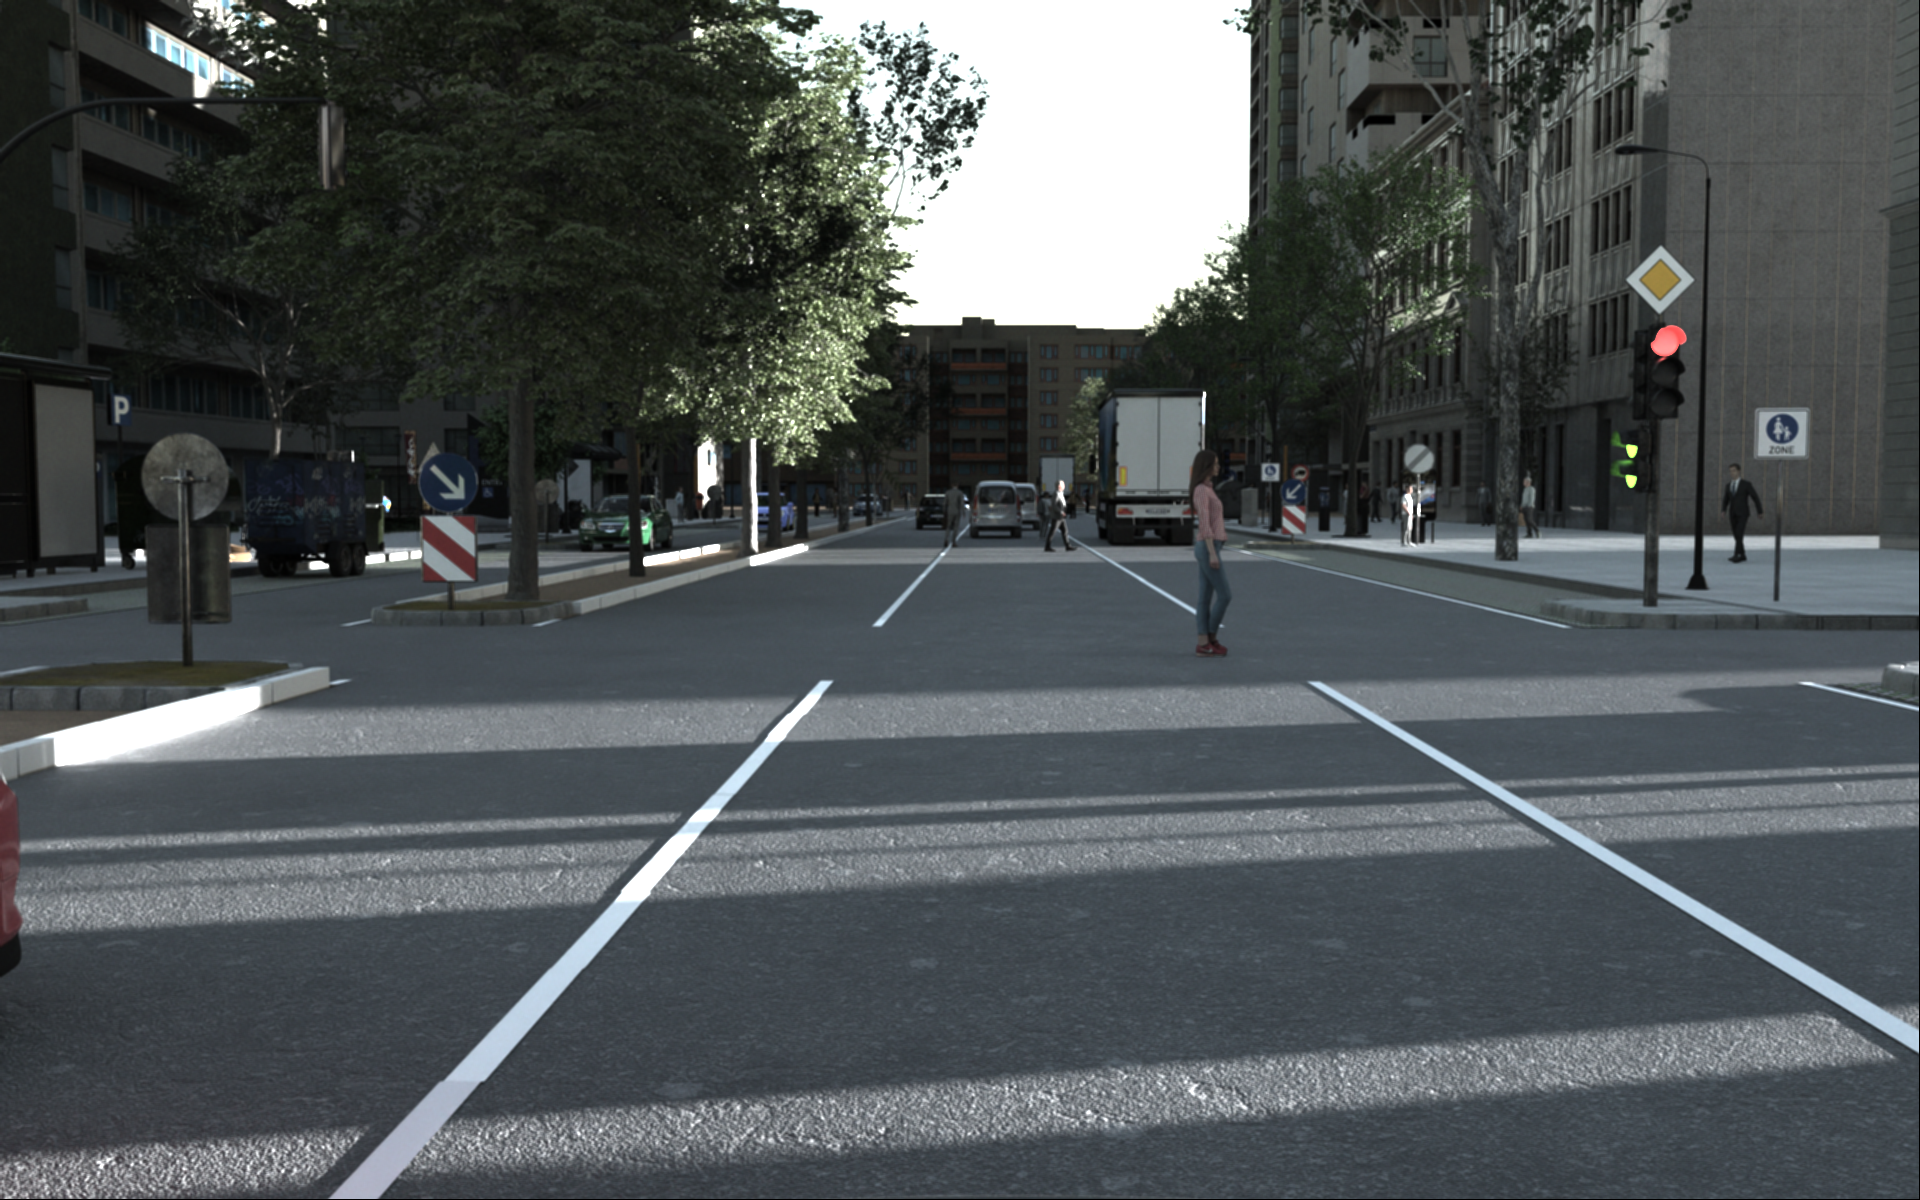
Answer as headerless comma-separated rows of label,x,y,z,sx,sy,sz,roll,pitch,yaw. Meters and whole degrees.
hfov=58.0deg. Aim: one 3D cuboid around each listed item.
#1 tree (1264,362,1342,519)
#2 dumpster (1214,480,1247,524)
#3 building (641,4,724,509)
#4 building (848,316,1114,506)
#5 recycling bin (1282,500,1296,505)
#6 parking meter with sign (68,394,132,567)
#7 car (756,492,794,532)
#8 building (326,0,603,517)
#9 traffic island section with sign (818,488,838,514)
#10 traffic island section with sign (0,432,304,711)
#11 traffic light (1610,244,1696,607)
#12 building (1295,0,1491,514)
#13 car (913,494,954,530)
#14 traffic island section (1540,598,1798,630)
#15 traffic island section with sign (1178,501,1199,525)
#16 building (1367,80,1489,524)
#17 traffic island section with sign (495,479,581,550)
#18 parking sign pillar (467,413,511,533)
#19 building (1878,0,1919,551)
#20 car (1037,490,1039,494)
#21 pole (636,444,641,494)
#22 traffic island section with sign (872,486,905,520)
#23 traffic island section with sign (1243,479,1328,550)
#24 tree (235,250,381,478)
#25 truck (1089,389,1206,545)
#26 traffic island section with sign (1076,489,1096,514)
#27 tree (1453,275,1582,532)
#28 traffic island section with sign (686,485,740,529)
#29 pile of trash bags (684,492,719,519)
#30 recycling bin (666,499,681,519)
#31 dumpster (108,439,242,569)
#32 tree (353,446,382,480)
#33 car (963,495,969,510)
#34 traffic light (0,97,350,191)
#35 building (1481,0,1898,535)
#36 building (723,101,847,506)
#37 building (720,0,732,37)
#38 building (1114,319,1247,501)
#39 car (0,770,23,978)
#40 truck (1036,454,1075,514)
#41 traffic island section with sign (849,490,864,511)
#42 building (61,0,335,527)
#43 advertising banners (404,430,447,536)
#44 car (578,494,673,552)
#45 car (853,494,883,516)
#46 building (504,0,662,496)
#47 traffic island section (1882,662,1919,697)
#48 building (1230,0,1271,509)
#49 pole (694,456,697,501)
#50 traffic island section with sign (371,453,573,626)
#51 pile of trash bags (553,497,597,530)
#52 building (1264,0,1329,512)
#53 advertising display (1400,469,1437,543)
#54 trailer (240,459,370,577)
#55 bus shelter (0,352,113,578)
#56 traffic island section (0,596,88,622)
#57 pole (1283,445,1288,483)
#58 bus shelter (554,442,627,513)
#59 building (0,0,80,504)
tree,17.985,-8.542,90.018,4.360,8.622,3.978,0,3,0
dumpster,11.462,-4.123,73.166,1.264,1.857,1.865,0,4,1
building,-32.785,-32.171,149.693,21.600,48.544,21.300,0,4,1
building,2.274,-21.863,202.493,28.899,21.520,27.650,0,4,1
recycling bin,12.936,-3.456,69.059,0.722,1.027,0.722,2,4,32
parking meter with sign,-15.512,-2.094,30.495,1.738,3.016,0.543,1,4,10
car,-7.317,-3.477,66.434,1.945,1.707,3.694,0,4,-1
building,-30.005,-20.273,103.158,14.160,30.474,14.107,0,4,1
traffic island section with sign,-9.104,-6.930,121.927,1.989,1.847,2.006,0,4,1
traffic island section with sign,-5.787,-0.256,12.320,2.006,1.907,1.989,0,4,1
traffic light,7.862,-1.880,19.660,0.839,4.253,0.868,0,4,1
building,36.976,-31.803,109.217,28.713,52.752,27.495,0,4,1
car,-0.924,-3.741,70.947,2.009,1.686,4.222,0,4,0
traffic island section,7.902,0.153,19.773,2.009,0.180,2.903,0,4,1
traffic island section with sign,9.054,-3.906,72.489,1.989,1.847,2.006,0,4,1
building,27.106,-15.158,83.985,11.583,22.565,21.152,0,4,1
traffic island section with sign,-10.771,-2.212,44.790,1.989,1.847,2.006,0,4,1
parking sign pillar,-15.680,-4.224,57.534,1.447,3.967,1.447,-1,4,-9
building,36.322,-15.699,34.176,29.804,29.767,11.434,0,4,1
car,7.313,-8.768,152.033,2.281,1.827,5.304,0,4,1
pole,-13.071,-4.674,70.269,0.158,3.312,0.155,0,3,0
traffic island section with sign,-4.001,-5.303,94.846,2.006,1.907,1.989,0,4,1
traffic island section with sign,8.464,-2.237,45.201,1.989,1.847,2.006,0,4,1
tree,-18.045,-6.014,48.698,4.360,8.622,3.978,0,3,0
truck,5.485,-3.850,51.863,2.839,4.237,11.283,0,4,2
traffic island section with sign,10.697,-8.561,148.603,1.989,1.847,2.006,0,4,1
tree,18.753,-6.559,57.610,4.360,8.622,3.978,0,3,0
traffic island section with sign,-10.195,-3.860,71.739,1.989,1.847,2.006,0,4,1
pile of trash bags,-13.414,-4.889,89.693,1.912,1.369,3.447,0,4,-7
recycling bin,-15.037,-4.806,91.129,0.722,1.027,0.722,0,4,5
dumpster,-13.675,-1.694,30.195,1.502,2.255,1.985,0,4,1
tree,-23.935,-4.580,69.481,1.663,3.219,1.824,0,3,0
car,-0.104,-9.051,159.988,2.014,1.417,4.499,0,4,2
traffic light,-9.502,-2.776,20.053,4.771,5.953,1.251,0,4,1
building,28.048,-14.993,63.154,12.078,24.808,19.932,0,4,1
building,-20.281,-33.442,196.893,14.200,45.320,14.600,0,4,1
building,-37.864,-46.582,199.872,20.611,71.187,20.563,0,4,1
building,31.327,-21.898,203.068,28.899,21.520,27.650,0,4,1
car,-3.390,0.386,2.729,2.155,1.783,4.494,0,4,3
truck,7.076,-8.484,127.628,2.839,4.237,11.283,0,4,2
traffic island section with sign,-8.513,-8.606,149.333,1.989,1.847,2.006,0,4,1
building,-37.689,-26.857,62.809,21.300,48.544,21.600,0,4,1
advertising banners,-14.339,-3.092,46.734,2.074,3.025,0.090,3,4,37
car,-8.566,-2.009,44.645,2.131,1.459,4.920,0,4,-1
car,-6.062,-6.269,114.497,2.014,1.417,4.499,0,4,1
building,-34.086,-28.738,124.490,22.147,44.769,28.867,0,4,1
traffic island section,7.729,0.642,11.790,2.009,0.180,2.903,0,4,1
building,34.079,-43.349,147.009,20.563,71.187,20.611,0,4,1
pole,-14.041,-6.005,92.024,0.158,3.312,0.155,0,3,0
traffic island section with sign,-5.617,-0.709,19.725,2.006,1.907,1.989,0,4,1
pile of trash bags,-14.499,-3.238,62.691,3.447,1.369,1.912,-3,5,-44
building,30.050,-27.345,130.691,14.154,41.232,14.086,0,4,1
advertising display,11.963,-2.447,45.223,0.974,1.923,0.123,-1,4,-10
trailer,-11.245,-1.359,29.268,1.471,1.999,3.904,0,4,2
bus shelter,-15.116,-2.846,24.168,2.179,5.291,8.768,0,4,1
traffic island section,-11.635,0.127,20.199,2.009,0.180,2.903,0,4,1
pole,13.570,-4.796,72.257,0.158,3.312,0.155,0,3,0
bus shelter,-14.959,-4.629,69.608,2.014,3.302,5.546,0,4,1
building,-29.873,-16.249,37.381,14.160,30.474,14.107,0,4,1
